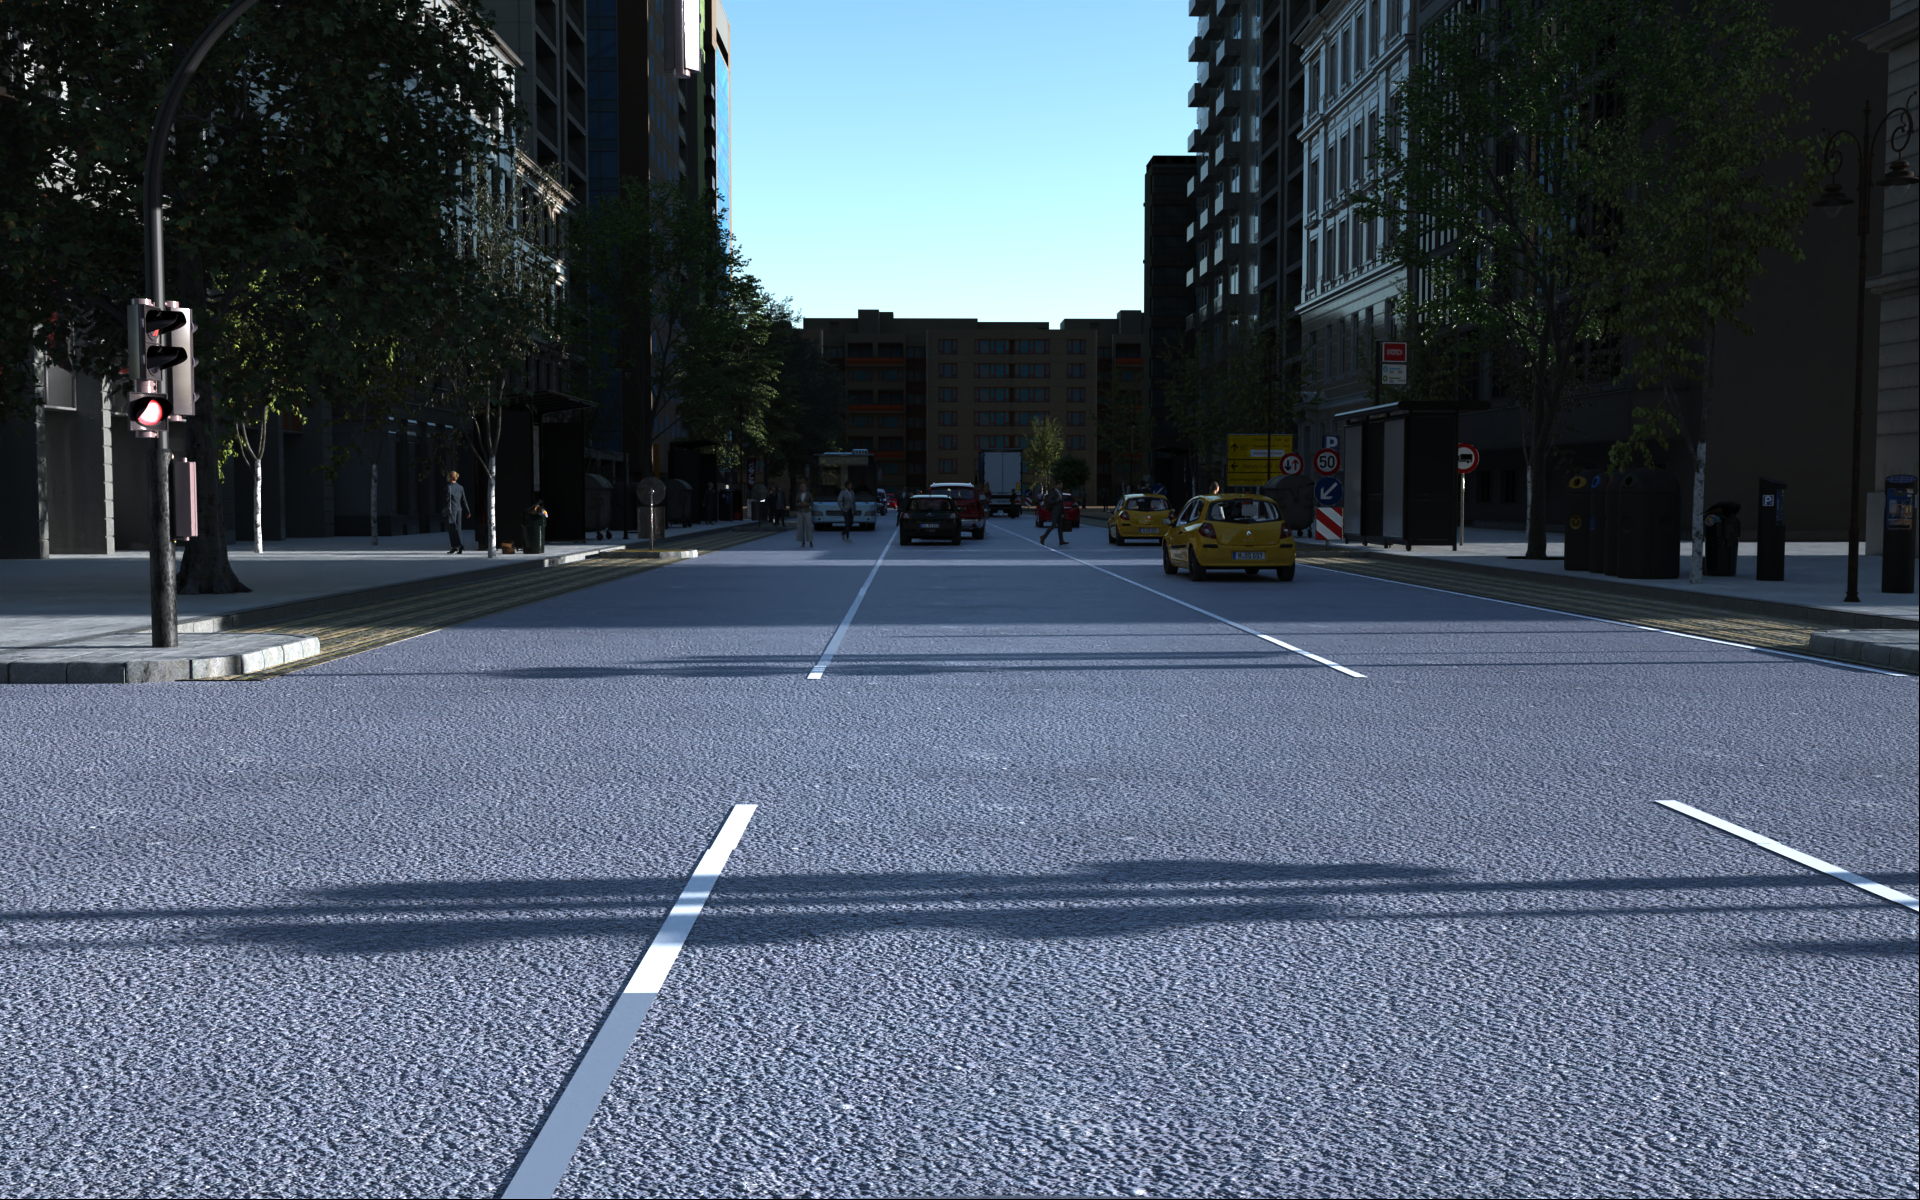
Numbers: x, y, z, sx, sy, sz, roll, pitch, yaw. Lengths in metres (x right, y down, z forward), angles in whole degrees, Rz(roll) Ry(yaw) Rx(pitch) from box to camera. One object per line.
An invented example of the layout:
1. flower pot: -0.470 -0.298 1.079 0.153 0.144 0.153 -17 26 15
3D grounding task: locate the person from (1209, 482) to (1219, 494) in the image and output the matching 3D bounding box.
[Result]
1. person: 5.590 -1.750 38.110 0.522 1.701 0.512 -3 5 -42

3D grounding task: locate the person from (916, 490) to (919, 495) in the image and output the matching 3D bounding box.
1. person: -3.183 -7.208 127.088 0.721 1.736 1.217 -1 4 -18

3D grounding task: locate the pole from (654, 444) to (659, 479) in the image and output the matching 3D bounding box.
1. pole: -12.372 -4.703 70.730 0.158 3.312 0.155 0 3 0

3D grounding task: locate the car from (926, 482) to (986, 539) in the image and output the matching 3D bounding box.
1. car: -0.279 -2.910 56.259 2.281 1.827 5.304 0 4 -1

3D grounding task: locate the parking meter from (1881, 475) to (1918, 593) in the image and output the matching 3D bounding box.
1. parking meter: 12.193 -0.860 22.476 0.372 1.533 0.369 0 3 0

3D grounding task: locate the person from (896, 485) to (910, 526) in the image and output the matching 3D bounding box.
1. person: -2.515 -4.187 76.924 0.622 1.834 0.822 -1 4 -17

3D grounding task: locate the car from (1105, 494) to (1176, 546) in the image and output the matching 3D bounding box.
1. car: 5.175 -2.387 49.247 2.015 1.641 3.980 0 4 0

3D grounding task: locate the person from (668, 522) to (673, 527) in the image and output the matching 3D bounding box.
1. person: -11.396 -3.458 67.589 0.382 1.210 0.505 0 4 7

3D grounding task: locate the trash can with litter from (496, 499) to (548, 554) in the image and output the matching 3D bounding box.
1. trash can with litter: -9.378 -1.571 37.068 1.055 1.170 0.624 -1 4 -18

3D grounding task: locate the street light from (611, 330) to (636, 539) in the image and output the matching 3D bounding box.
1. street light: -9.512 -4.668 49.107 0.468 5.910 1.993 0 4 -1

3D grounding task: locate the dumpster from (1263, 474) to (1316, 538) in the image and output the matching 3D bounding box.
1. dumpster: 9.763 -2.787 51.330 1.264 1.857 1.865 0 4 -1

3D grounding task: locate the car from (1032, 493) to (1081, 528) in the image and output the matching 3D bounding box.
1. car: 4.236 -4.069 75.566 2.155 1.783 4.494 0 3 0

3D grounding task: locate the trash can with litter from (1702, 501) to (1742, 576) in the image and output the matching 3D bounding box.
1. trash can with litter: 11.882 -0.977 27.359 0.624 1.170 1.055 0 4 1

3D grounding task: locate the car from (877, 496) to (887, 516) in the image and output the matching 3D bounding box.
1. car: -5.902 -6.357 116.522 1.945 1.354 3.894 0 4 -1

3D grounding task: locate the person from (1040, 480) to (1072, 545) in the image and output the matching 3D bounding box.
1. person: 2.697 -2.459 48.671 0.822 1.834 0.622 2 4 27

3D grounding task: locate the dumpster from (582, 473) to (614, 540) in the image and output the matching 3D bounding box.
1. dumpster: -10.469 -2.611 48.456 1.264 1.857 1.865 0 4 -1

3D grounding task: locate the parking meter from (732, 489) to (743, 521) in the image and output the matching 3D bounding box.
1. parking meter: -10.936 -4.724 85.643 0.372 1.533 0.369 0 3 0

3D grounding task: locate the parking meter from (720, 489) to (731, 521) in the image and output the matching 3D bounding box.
1. parking meter: -11.378 -4.594 83.522 0.372 1.533 0.369 0 3 0

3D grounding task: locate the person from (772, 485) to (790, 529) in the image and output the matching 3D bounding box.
1. person: -7.248 -3.761 70.179 0.728 1.800 0.709 1 4 10

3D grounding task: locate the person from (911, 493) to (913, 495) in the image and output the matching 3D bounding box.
1. person: -4.540 -9.252 161.247 0.415 1.643 0.593 0 4 -7

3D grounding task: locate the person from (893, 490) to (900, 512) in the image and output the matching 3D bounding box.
1. person: -4.885 -7.829 137.036 0.617 1.759 0.750 2 4 35

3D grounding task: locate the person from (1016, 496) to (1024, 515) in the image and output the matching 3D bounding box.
1. person: 3.991 -6.708 119.119 0.756 1.711 0.436 0 4 3

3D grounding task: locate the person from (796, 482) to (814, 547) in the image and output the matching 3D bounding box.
1. person: -4.242 -2.323 47.031 0.519 1.759 0.362 1 4 12

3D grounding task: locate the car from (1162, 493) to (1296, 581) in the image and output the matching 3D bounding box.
1. car: 4.574 -1.203 29.891 2.015 1.641 3.980 0 4 -3

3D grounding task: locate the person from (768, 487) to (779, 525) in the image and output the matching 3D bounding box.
1. person: -8.475 -4.274 78.801 0.576 1.772 0.534 0 4 7

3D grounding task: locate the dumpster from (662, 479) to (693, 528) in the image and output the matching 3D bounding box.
1. dumpster: -10.956 -3.701 66.273 1.264 1.857 1.865 0 4 -1

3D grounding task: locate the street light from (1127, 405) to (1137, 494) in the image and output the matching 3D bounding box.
1. street light: 8.872 -7.146 89.626 0.468 5.910 1.993 0 4 -1

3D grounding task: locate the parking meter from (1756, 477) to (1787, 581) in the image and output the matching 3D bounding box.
1. parking meter: 12.030 -1.056 25.674 0.372 1.533 0.369 0 3 0

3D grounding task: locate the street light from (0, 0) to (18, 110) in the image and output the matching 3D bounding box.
1. street light: -8.660 -2.574 14.866 0.468 5.910 1.993 0 4 -1

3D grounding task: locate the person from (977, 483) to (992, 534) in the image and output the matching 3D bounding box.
1. person: 0.842 -3.251 61.625 0.580 1.828 0.573 0 4 -1

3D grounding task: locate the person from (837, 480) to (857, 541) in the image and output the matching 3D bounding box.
1. person: -3.467 -2.709 52.638 0.661 1.843 0.795 -3 5 -42

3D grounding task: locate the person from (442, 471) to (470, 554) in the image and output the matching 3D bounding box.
1. person: -10.859 -1.889 37.351 0.534 1.772 0.576 1 4 10

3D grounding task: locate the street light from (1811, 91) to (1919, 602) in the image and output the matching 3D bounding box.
1. street light: 10.617 -2.914 20.436 0.468 5.910 1.993 0 4 -1

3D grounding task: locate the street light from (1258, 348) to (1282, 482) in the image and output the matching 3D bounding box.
1. street light: 9.791 -5.019 54.846 0.468 5.910 1.993 0 4 -1

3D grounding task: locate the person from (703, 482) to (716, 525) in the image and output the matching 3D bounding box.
1. person: -10.476 -4.026 72.292 0.534 1.772 0.576 1 4 11

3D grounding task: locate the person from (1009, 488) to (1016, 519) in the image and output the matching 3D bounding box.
1. person: 3.012 -5.618 100.882 0.721 1.766 1.217 -1 4 -10

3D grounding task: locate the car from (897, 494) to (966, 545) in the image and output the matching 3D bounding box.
1. car: -0.825 -2.447 49.797 2.009 1.686 4.222 0 4 0

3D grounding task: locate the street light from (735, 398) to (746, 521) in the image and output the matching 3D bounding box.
1. street light: -10.544 -6.770 83.474 0.468 5.910 1.993 0 4 -1

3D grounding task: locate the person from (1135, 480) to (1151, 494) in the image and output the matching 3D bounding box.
1. person: 6.115 -3.057 57.847 0.474 1.900 0.648 3 4 38

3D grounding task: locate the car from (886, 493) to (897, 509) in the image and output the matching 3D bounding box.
1. car: -6.951 -9.528 164.823 2.155 1.783 4.494 0 4 -1
